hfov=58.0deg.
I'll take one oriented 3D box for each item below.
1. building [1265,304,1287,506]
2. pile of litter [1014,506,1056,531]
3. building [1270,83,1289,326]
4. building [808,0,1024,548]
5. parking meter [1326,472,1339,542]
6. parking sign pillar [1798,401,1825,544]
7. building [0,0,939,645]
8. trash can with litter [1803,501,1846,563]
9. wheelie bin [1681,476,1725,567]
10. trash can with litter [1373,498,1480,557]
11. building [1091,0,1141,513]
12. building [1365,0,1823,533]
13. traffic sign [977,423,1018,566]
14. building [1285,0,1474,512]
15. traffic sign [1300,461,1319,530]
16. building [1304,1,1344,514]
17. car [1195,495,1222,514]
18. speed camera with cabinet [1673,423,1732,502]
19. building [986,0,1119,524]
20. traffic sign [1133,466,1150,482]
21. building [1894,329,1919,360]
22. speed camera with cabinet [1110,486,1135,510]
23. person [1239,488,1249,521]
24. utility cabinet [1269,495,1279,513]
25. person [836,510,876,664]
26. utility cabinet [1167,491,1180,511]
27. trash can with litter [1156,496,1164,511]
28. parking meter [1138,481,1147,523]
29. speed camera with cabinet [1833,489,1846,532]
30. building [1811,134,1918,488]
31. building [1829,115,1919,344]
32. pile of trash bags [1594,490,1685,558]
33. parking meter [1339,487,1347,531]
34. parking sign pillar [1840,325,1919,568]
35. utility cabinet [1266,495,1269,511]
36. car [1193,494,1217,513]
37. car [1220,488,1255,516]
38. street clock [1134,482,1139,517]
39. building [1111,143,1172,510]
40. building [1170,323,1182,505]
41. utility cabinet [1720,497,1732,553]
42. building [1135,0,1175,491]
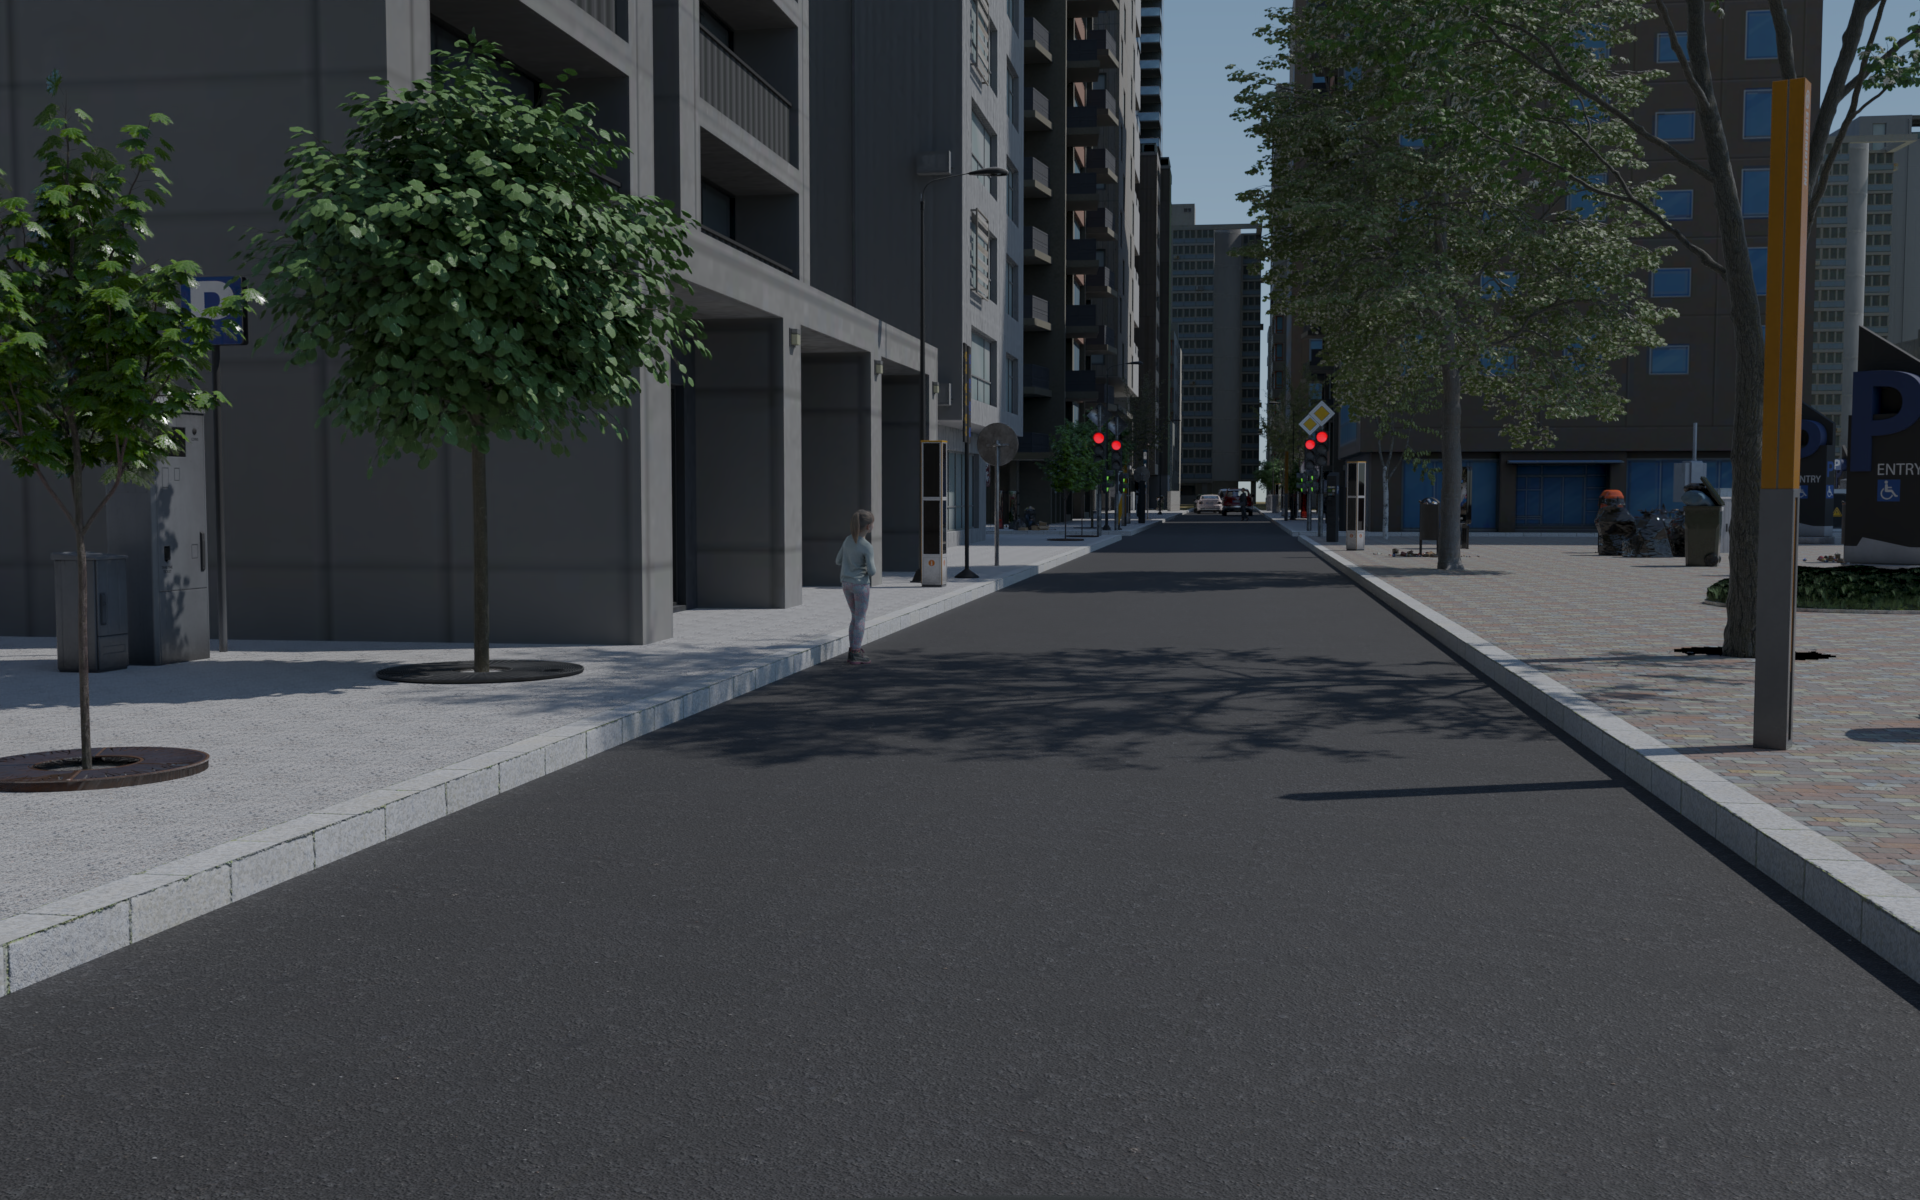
[{"bbox_3d":[44.432,-19.892,170.277,27.650,21.520,28.899,1,4,9],"label":"building"},{"bbox_3d":[2.644,-2.894,61.275,1.719,0.858,1.176,-1,4,-15],"label":"pile of litter"},{"bbox_3d":[45.890,-34.926,194.736,21.300,48.544,21.600,1,4,9],"label":"building"},{"bbox_3d":[-5.684,-22.059,44.266,14.086,41.232,14.154,1,4,9],"label":"building"},{"bbox_3d":[9.962,-2.482,46.291,0.255,1.863,0.399,2,4,26],"label":"parking meter"},{"bbox_3d":[21.981,-3.457,44.988,1.447,3.967,1.447,-2,4,-35],"label":"parking sign pillar"},{"bbox_3d":[-11.159,-35.841,24.246,20.563,71.187,20.611,1,4,9],"label":"building"},{"bbox_3d":[16.885,-1.332,32.840,1.678,1.210,2.233,1,4,15],"label":"trash can with litter"},{"bbox_3d":[13.197,-1.399,30.787,0.693,1.594,0.980,2,4,28],"label":"wheelie bin"},{"bbox_3d":[9.519,-1.515,35.825,1.678,1.210,2.233,-2,4,-27],"label":"trash can with litter"},{"bbox_3d":[-1.361,-32.582,121.955,28.713,52.752,27.495,1,4,9],"label":"building"},{"bbox_3d":[21.526,-25.232,62.658,14.200,45.320,14.600,1,4,9],"label":"building"},{"bbox_3d":[0.657,-1.883,30.891,0.768,2.556,0.104,1,4,16],"label":"traffic sign"},{"bbox_3d":[35.374,-30.505,148.865,14.600,45.320,14.200,1,4,9],"label":"building"},{"bbox_3d":[12.402,-3.738,61.220,0.768,2.556,0.104,1,4,10],"label":"traffic sign"},{"bbox_3d":[33.017,-27.770,108.662,22.147,44.769,28.867,1,4,9],"label":"building"},{"bbox_3d":[18.148,-6.941,125.845,2.083,1.381,4.827,0,4,8],"label":"car"},{"bbox_3d":[21.046,-3.313,48.501,2.038,3.252,0.660,-1,4,-12],"label":"speed camera with cabinet"},{"bbox_3d":[-3.694,-26.384,86.006,22.147,44.769,28.867,1,4,9],"label":"building"},{"bbox_3d":[8.322,-4.849,79.392,0.768,2.556,0.104,1,4,10],"label":"traffic sign"},{"bbox_3d":[52.490,-45.789,61.319,31.000,86.520,22.319,1,4,9],"label":"building"},{"bbox_3d":[12.667,-8.664,135.986,2.038,3.252,0.660,1,4,19],"label":"speed camera with cabinet"},{"bbox_3d":[14.988,-5.039,91.308,0.534,1.772,0.576,0,4,5],"label":"person"},{"bbox_3d":[21.480,-6.529,117.912,0.306,1.237,1.020,1,4,20],"label":"utility cabinet"},{"bbox_3d":[-0.858,-0.116,14.671,0.425,1.301,0.394,2,4,27],"label":"person"},{"bbox_3d":[15.696,-7.256,127.322,0.318,1.500,1.173,3,5,42],"label":"utility cabinet"},{"bbox_3d":[15.202,-7.401,132.385,0.624,1.170,1.055,-1,4,-11],"label":"trash can with litter"},{"bbox_3d":[7.947,-4.281,75.704,0.255,1.863,0.399,0,4,-5],"label":"parking meter"},{"bbox_3d":[29.867,-3.885,57.863,2.038,3.252,0.660,1,4,14],"label":"speed camera with cabinet"},{"bbox_3d":[82.486,-30.084,183.753,23.993,40.220,32.217,1,4,9],"label":"building"},{"bbox_3d":[102.663,-30.939,189.447,14.086,41.232,14.154,1,4,9],"label":"building"},{"bbox_3d":[14.293,-1.634,36.469,1.912,1.369,3.447,0,4,-4],"label":"pile of trash bags"},{"bbox_3d":[13.277,-3.144,59.811,0.372,1.533,0.369,0,3,0],"label":"parking meter"},{"bbox_3d":[14.690,-2.369,27.200,1.447,3.967,1.447,-3,4,-38],"label":"parking sign pillar"},{"bbox_3d":[23.463,-7.328,130.982,0.306,1.237,1.020,-1,4,-9],"label":"utility cabinet"},{"bbox_3d":[18.775,-7.493,132.302,2.009,1.686,4.222,1,4,10],"label":"car"},{"bbox_3d":[18.403,-6.492,114.821,2.281,1.827,5.304,1,4,10],"label":"car"},{"bbox_3d":[10.100,-5.708,97.897,0.471,2.002,0.358,1,4,10],"label":"street clock"},{"bbox_3d":[10.136,-22.726,143.274,14.160,30.474,14.107,1,4,9],"label":"building"},{"bbox_3d":[10.431,-21.636,198.783,28.899,21.520,27.650,1,4,9],"label":"building"},{"bbox_3d":[16.440,-1.623,37.698,1.020,1.237,0.306,-1,4,-20],"label":"utility cabinet"},{"bbox_3d":[9.587,-52.104,164.579,22.319,86.520,31.000,1,4,9],"label":"building"}]
